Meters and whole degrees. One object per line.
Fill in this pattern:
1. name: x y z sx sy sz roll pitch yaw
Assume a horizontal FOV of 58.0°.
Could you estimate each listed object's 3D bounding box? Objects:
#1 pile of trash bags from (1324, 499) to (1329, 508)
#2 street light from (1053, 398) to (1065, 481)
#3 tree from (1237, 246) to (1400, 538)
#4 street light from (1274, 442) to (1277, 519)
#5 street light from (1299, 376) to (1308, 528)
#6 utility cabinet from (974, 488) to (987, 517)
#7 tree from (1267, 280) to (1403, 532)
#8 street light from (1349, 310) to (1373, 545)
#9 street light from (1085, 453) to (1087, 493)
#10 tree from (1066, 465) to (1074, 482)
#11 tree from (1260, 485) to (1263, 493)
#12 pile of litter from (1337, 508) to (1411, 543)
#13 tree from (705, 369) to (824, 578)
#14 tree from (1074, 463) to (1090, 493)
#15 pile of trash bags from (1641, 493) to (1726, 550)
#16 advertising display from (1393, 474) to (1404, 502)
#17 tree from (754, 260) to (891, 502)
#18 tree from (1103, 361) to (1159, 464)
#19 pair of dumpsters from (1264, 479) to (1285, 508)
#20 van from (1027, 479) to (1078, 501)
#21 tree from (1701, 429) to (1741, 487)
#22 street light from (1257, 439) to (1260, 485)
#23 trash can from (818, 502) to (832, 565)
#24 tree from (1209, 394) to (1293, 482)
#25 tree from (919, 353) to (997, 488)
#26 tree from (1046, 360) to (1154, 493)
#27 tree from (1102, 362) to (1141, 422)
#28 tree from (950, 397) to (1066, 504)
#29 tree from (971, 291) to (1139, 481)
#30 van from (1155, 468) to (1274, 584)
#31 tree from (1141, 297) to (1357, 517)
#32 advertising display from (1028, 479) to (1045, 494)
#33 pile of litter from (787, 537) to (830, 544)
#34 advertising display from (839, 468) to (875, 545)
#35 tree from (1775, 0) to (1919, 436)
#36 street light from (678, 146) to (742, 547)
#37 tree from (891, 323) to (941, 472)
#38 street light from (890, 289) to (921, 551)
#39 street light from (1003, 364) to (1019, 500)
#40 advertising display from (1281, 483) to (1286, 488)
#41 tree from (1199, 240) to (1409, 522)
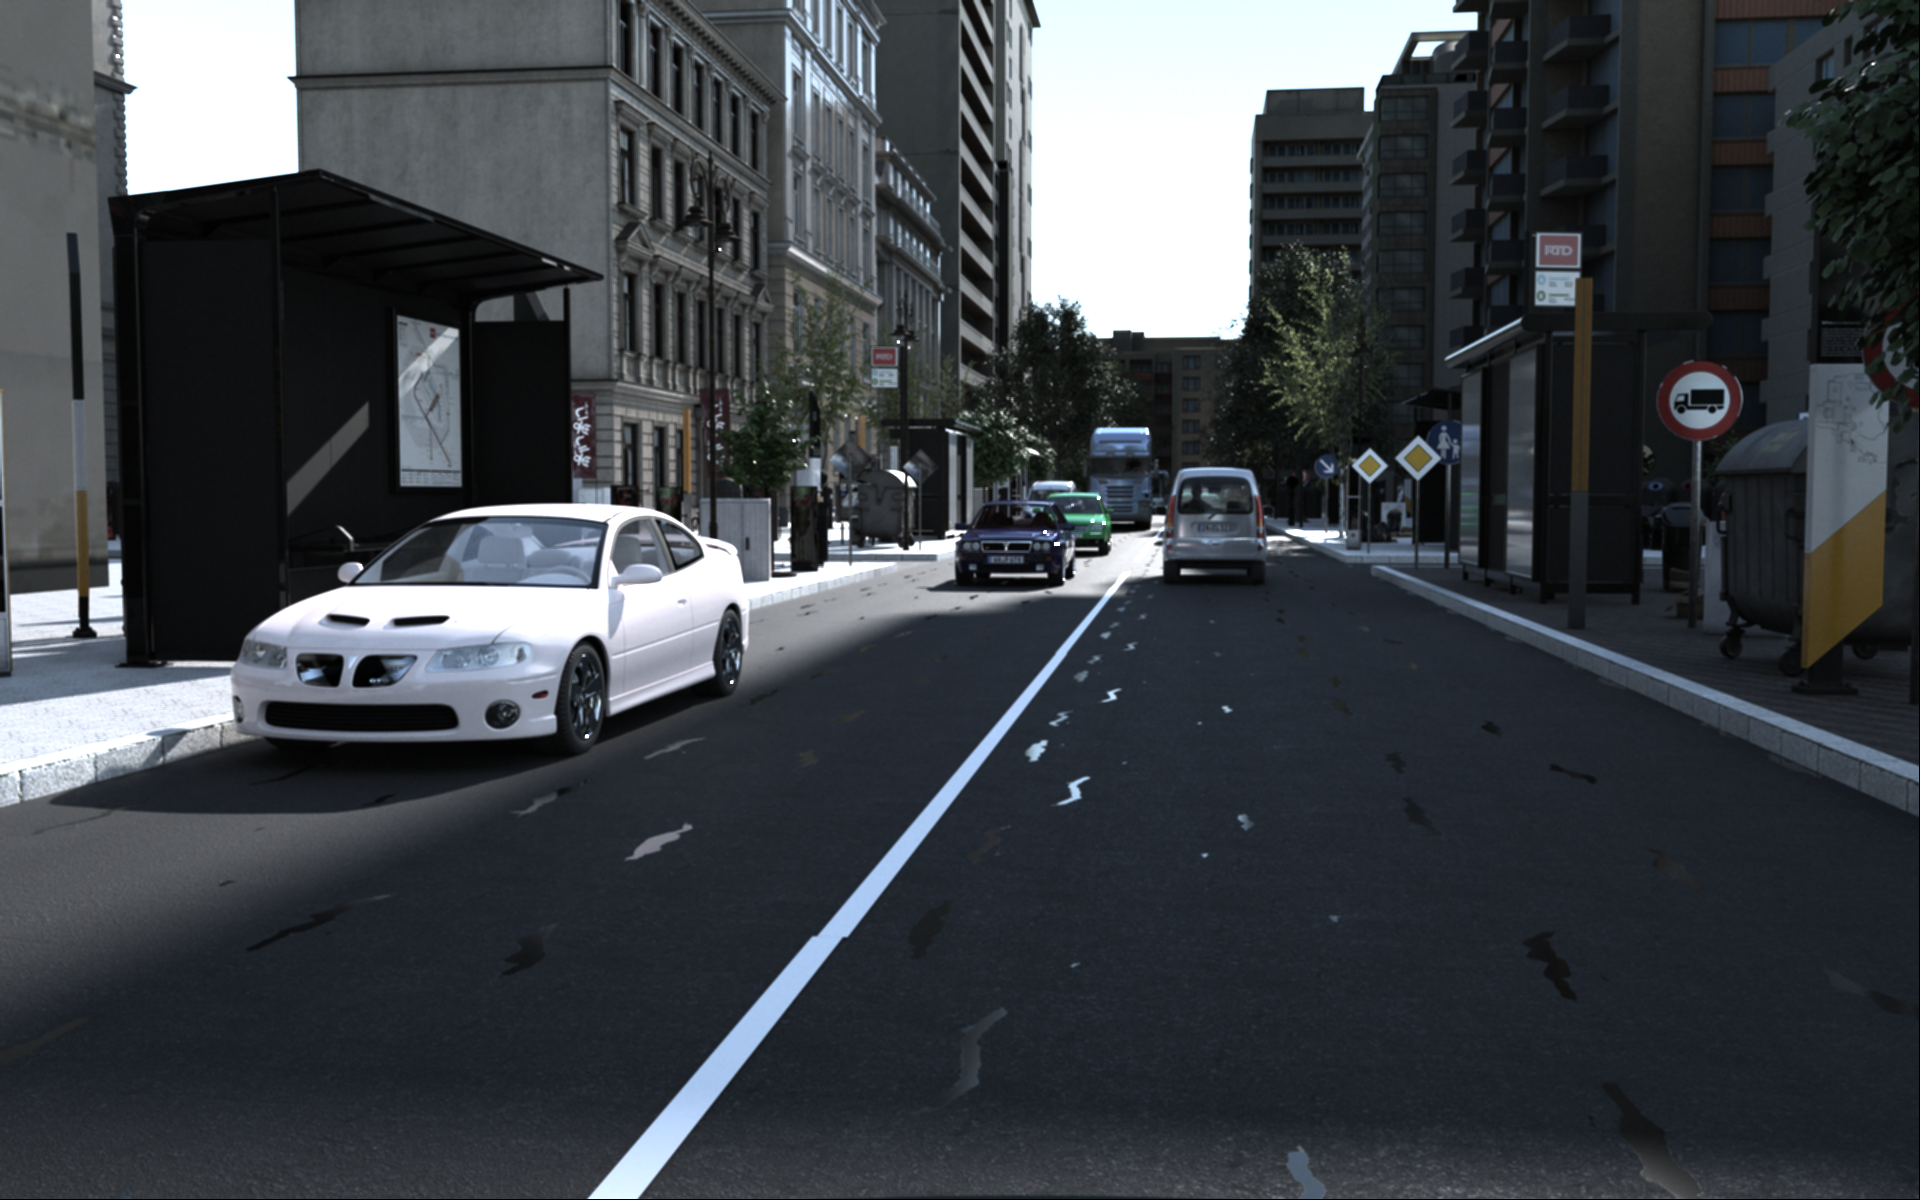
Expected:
1. pile of trash bags: 20.652 -5.134 93.692 1.912 1.369 3.447 0 4 1
2. street light: 4.811 -6.794 83.872 0.468 5.910 1.993 0 4 8
3. tree: 10.970 -6.128 50.557 4.360 8.622 3.978 0 3 0
4. street light: 16.139 -7.068 88.355 0.468 5.910 1.993 0 4 8
5. street light: 13.098 -5.720 66.316 0.468 5.910 1.993 0 4 8
6. utility cabinet: 0.422 -3.465 65.324 1.173 1.500 0.318 1 4 16
7. tree: 12.764 -6.637 58.877 4.737 8.622 4.395 0 3 0
8. street light: 10.110 -4.342 43.783 0.468 5.910 1.993 0 4 8
9. street light: 7.703 -8.143 105.930 0.468 5.910 1.993 0 4 8
10. tree: 2.800 -5.865 79.605 4.285 4.588 4.351 0 3 0
11. tree: 25.500 -9.443 148.992 1.663 3.219 1.824 0 3 0
12. pile of litter: 10.917 -1.973 46.225 1.176 0.858 1.719 -2 4 -26
13. tree: -3.116 -1.984 27.047 1.663 3.219 1.824 0 3 0
14. tree: 8.474 -8.460 122.031 4.285 4.588 4.351 0 3 0
15. pile of trash bags: 16.315 -1.848 39.975 3.447 1.369 1.912 1 4 17
16. advertising display: 14.007 -3.065 55.323 0.123 1.923 0.974 2 4 27
17. tree: -4.514 -6.405 55.090 4.737 8.622 4.395 0 3 0
18. tree: 13.160 -13.986 146.791 7.486 12.596 7.792 0 3 0
19. pair of dumpsters: 20.084 -6.545 109.503 1.574 2.255 4.437 0 4 8
20. van: 2.840 -2.858 53.735 2.013 2.044 4.112 0 4 8
21. tree: 22.847 -3.463 51.218 1.663 3.219 1.824 0 3 0
22. street light: 19.014 -8.430 110.617 0.468 5.910 1.993 0 4 8
23. trash can: -2.695 -1.209 31.415 0.748 1.137 0.748 0 3 0
24. tree: 24.378 -13.195 141.492 9.928 11.665 9.643 0 3 0
25. tree: -0.133 -8.521 89.677 4.360 8.622 3.978 0 3 0
26. tree: 8.257 -10.833 111.529 8.767 10.594 7.601 0 4 3
27. tree: 14.812 -15.213 159.105 12.009 13.543 11.850 0 3 0
28. tree: 0.822 -4.602 58.957 4.285 4.588 4.351 0 3 0
29. tree: 5.409 -11.078 98.138 9.611 12.733 9.660 0 3 0
30. van: 4.278 -1.352 29.121 2.013 2.044 4.112 0 4 8
31. tree: 17.577 -11.303 95.176 12.009 13.543 11.850 0 3 0
32. advertising display: 3.201 -4.278 75.159 0.974 1.923 0.123 -1 4 -13
33. pile of litter: -3.908 -1.892 44.902 1.176 0.858 1.719 0 4 5
34. advertising display: -2.597 -2.365 43.877 0.974 1.923 0.123 1 4 22
35. tree: 5.610 -1.498 8.199 4.285 4.588 4.351 0 3 0
36. street light: -3.359 -3.100 23.470 0.468 5.910 1.993 0 4 8
37. tree: -2.542 -7.436 71.945 4.737 8.622 4.395 0 3 0
38. street light: -1.223 -4.066 39.268 0.468 5.910 1.993 0 4 8
39. street light: 1.822 -5.446 61.826 0.468 5.910 1.993 0 4 8
40. advertising display: 19.821 -6.071 104.467 0.974 1.923 0.123 3 5 41
41. tree: 15.483 -9.867 78.332 9.611 12.733 9.660 0 3 0
